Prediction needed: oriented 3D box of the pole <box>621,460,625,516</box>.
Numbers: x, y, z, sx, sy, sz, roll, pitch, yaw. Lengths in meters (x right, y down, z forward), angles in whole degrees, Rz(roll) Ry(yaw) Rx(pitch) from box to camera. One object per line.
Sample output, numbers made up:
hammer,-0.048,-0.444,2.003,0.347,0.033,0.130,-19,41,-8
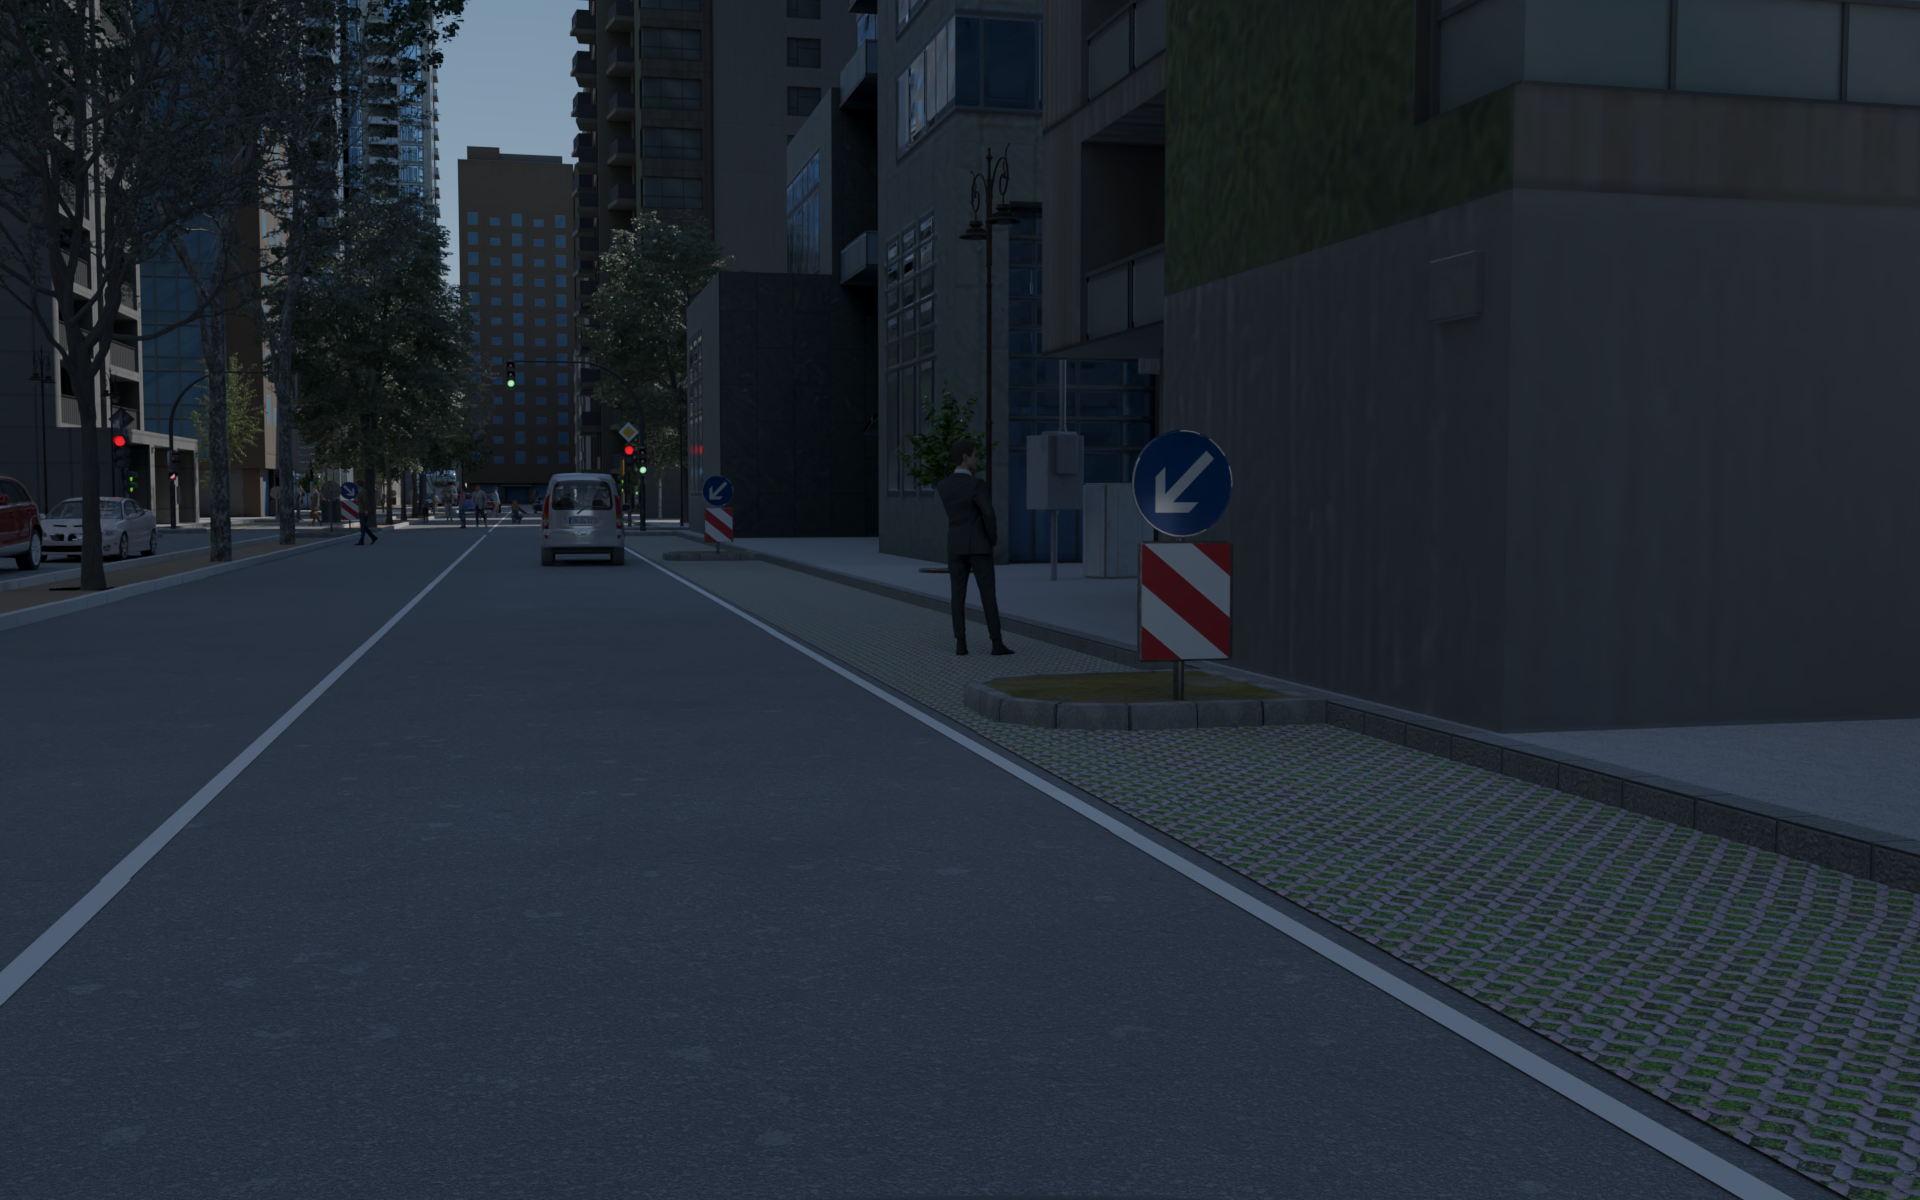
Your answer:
pole,-19.926,-6.632,102.281,0.158,3.312,0.155,0,3,0

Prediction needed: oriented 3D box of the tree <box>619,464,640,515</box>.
tree,-20.157,-6.921,107.753,1.663,3.219,1.824,0,3,0

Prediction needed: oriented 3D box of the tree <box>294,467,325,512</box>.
tree,-46.218,-7.855,123.031,1.663,3.219,1.824,0,3,0

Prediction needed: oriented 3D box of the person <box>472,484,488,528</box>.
person,-20.510,-4.015,73.995,0.661,1.843,0.795,0,4,7

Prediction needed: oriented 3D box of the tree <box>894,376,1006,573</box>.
tree,-0.215,-2.077,28.567,1.663,3.219,1.824,0,3,0

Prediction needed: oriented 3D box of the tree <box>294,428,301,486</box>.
tree,-44.233,-9.864,111.634,4.737,8.622,4.395,0,3,0

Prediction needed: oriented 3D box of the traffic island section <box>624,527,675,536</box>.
traffic island section,-10.955,-2.302,59.914,2.009,0.180,2.903,-1,4,-14

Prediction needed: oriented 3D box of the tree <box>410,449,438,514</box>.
tree,-36.918,-10.305,121.311,4.360,8.622,3.978,0,3,0

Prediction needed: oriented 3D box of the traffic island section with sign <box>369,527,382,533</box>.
traffic island section with sign,-22.792,-3.470,64.863,2.006,1.907,1.989,-1,4,-14

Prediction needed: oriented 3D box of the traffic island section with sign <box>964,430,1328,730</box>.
traffic island section with sign,1.092,-0.171,11.422,1.989,1.847,2.006,-1,4,-14

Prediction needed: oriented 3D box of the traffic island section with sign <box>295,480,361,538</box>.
traffic island section with sign,-21.015,-3.030,57.671,2.006,1.907,1.989,-1,4,-14

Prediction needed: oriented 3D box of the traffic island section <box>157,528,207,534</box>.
traffic island section,-28.937,-2.533,63.695,2.009,0.180,2.903,-1,4,-14

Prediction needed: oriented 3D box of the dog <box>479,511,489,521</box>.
dog,-25.824,-4.555,93.768,0.406,0.507,0.540,1,4,10

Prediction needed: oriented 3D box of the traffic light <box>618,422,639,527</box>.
traffic light,-12.922,-4.809,67.540,0.839,4.253,0.868,-1,4,-14

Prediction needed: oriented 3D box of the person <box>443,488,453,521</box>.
person,-27.198,-5.078,92.069,0.519,1.759,0.362,-3,4,-36

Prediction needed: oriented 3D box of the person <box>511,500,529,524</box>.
person,-20.993,-4.185,82.424,1.012,1.151,0.738,-3,5,-39

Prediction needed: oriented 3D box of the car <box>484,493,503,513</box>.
car,-36.105,-7.566,132.745,2.155,1.783,4.494,-1,4,-15

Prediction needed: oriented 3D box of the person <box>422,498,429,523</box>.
person,-26.207,-4.387,84.901,0.362,1.253,0.373,0,4,4

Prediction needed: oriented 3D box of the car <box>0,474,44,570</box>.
car,-18.055,-1.364,30.974,2.281,1.827,5.304,-1,4,-13

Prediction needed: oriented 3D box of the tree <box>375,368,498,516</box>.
tree,-35.089,-11.819,112.708,9.611,12.733,9.660,0,3,0

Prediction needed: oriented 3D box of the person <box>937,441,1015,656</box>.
person,0.121,-0.460,15.381,0.648,1.900,0.474,2,4,30

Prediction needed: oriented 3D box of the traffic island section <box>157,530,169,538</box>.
traffic island section,-27.011,-2.059,55.944,2.009,0.180,2.903,-1,4,-14

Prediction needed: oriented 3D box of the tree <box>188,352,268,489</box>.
tree,-38.383,-8.570,90.486,4.737,8.622,4.395,0,3,0

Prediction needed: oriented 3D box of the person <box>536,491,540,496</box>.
person,-51.979,-12.486,212.660,1.348,1.822,0.705,-2,4,-24

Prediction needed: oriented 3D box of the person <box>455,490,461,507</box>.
person,-42.496,-8.410,146.682,0.721,1.739,1.217,-2,4,-35

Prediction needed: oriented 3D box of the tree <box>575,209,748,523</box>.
tree,-12.204,-10.453,77.566,9.857,13.997,8.962,0,3,0

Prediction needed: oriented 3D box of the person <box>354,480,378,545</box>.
person,-16.743,-2.463,48.673,0.656,1.842,0.836,2,4,33

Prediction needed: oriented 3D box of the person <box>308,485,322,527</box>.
person,-28.225,-4.125,75.910,0.622,1.834,0.822,3,5,40

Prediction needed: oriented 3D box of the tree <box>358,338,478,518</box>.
tree,-32.500,-10.705,103.232,9.928,11.665,9.643,0,3,0

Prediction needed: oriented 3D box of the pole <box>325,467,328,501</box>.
pole,-45.938,-8.058,125.598,0.158,3.312,0.155,0,3,0

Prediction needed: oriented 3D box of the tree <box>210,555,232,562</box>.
tree,-17.049,-10.905,36.646,12.611,20.169,13.585,0,3,0

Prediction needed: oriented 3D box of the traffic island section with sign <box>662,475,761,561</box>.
traffic island section with sign,-5.461,-1.782,37.770,1.989,1.847,2.006,-1,4,-14

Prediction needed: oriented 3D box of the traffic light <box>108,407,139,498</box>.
traffic light,-26.970,-4.092,55.820,0.839,4.253,0.868,-1,4,-14

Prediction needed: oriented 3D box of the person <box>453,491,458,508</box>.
person,-53.708,-10.720,184.478,1.217,1.736,0.721,1,4,17

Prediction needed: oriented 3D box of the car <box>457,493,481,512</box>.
car,-34.628,-6.920,122.728,1.945,1.707,3.694,-1,4,-15

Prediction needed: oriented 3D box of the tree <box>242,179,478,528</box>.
tree,-23.984,-9.831,69.850,9.857,13.997,8.962,0,3,0

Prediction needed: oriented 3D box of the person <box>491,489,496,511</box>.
person,-38.465,-8.212,142.852,1.350,1.814,0.705,2,4,35

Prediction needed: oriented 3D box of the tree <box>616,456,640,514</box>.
tree,-20.501,-7.813,111.449,4.285,4.588,4.351,0,3,0

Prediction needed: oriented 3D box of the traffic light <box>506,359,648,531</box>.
traffic light,-13.006,-5.167,59.149,4.771,5.953,1.251,-1,4,-14

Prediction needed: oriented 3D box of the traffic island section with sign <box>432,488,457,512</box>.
traffic island section with sign,-40.920,-7.930,137.790,2.006,1.907,1.989,-1,4,-14

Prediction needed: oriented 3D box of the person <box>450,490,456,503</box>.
person,-50.154,-9.908,170.505,1.348,1.823,0.705,2,4,33

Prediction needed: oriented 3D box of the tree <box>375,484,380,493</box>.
tree,-60.746,-11.266,178.805,1.663,3.219,1.824,0,3,0

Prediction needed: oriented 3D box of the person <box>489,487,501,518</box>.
person,-27.725,-5.800,103.195,0.748,1.841,0.638,-2,4,-25

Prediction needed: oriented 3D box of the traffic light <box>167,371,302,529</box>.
traffic light,-26.886,-5.470,64.105,4.771,5.953,1.251,-1,4,-14

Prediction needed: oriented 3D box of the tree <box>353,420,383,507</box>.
tree,-58.543,-15.546,172.297,7.486,12.596,7.792,0,3,0

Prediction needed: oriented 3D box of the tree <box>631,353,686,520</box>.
tree,-14.786,-8.323,86.447,4.737,8.622,4.395,0,3,0

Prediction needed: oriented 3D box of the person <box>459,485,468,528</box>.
person,-20.754,-3.902,72.315,0.388,1.821,0.555,-1,4,-21

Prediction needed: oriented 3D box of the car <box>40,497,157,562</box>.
car,-19.091,-1.583,38.240,2.083,1.381,4.827,-1,4,-13

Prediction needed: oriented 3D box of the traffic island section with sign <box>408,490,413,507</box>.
traffic island section with sign,-59.677,-11.014,188.704,1.989,1.847,2.006,-1,4,-14

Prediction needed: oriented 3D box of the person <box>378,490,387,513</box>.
person,-43.249,-7.385,129.637,0.661,1.777,0.834,0,4,4

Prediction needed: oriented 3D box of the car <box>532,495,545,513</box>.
car,-31.053,-7.164,129.714,1.945,1.354,3.894,-1,4,-14

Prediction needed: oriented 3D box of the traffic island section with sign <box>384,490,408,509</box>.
traffic island section with sign,-53.166,-9.414,162.544,1.989,1.847,2.006,-1,4,-14

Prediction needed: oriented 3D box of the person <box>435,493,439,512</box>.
person,-40.553,-7.517,133.991,0.523,1.515,0.503,-1,4,-13

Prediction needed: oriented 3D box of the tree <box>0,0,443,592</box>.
tree,-12.785,-6.869,25.142,12.009,13.543,11.850,0,3,0

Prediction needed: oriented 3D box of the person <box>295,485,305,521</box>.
person,-35.224,-5.175,92.472,0.474,1.900,0.648,-1,4,-9

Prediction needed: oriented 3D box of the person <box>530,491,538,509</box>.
person,-40.050,-9.434,163.306,0.990,1.755,0.434,-1,4,-16

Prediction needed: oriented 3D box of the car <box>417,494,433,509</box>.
car,-50.048,-9.313,162.059,2.009,1.686,4.222,-1,4,-14
